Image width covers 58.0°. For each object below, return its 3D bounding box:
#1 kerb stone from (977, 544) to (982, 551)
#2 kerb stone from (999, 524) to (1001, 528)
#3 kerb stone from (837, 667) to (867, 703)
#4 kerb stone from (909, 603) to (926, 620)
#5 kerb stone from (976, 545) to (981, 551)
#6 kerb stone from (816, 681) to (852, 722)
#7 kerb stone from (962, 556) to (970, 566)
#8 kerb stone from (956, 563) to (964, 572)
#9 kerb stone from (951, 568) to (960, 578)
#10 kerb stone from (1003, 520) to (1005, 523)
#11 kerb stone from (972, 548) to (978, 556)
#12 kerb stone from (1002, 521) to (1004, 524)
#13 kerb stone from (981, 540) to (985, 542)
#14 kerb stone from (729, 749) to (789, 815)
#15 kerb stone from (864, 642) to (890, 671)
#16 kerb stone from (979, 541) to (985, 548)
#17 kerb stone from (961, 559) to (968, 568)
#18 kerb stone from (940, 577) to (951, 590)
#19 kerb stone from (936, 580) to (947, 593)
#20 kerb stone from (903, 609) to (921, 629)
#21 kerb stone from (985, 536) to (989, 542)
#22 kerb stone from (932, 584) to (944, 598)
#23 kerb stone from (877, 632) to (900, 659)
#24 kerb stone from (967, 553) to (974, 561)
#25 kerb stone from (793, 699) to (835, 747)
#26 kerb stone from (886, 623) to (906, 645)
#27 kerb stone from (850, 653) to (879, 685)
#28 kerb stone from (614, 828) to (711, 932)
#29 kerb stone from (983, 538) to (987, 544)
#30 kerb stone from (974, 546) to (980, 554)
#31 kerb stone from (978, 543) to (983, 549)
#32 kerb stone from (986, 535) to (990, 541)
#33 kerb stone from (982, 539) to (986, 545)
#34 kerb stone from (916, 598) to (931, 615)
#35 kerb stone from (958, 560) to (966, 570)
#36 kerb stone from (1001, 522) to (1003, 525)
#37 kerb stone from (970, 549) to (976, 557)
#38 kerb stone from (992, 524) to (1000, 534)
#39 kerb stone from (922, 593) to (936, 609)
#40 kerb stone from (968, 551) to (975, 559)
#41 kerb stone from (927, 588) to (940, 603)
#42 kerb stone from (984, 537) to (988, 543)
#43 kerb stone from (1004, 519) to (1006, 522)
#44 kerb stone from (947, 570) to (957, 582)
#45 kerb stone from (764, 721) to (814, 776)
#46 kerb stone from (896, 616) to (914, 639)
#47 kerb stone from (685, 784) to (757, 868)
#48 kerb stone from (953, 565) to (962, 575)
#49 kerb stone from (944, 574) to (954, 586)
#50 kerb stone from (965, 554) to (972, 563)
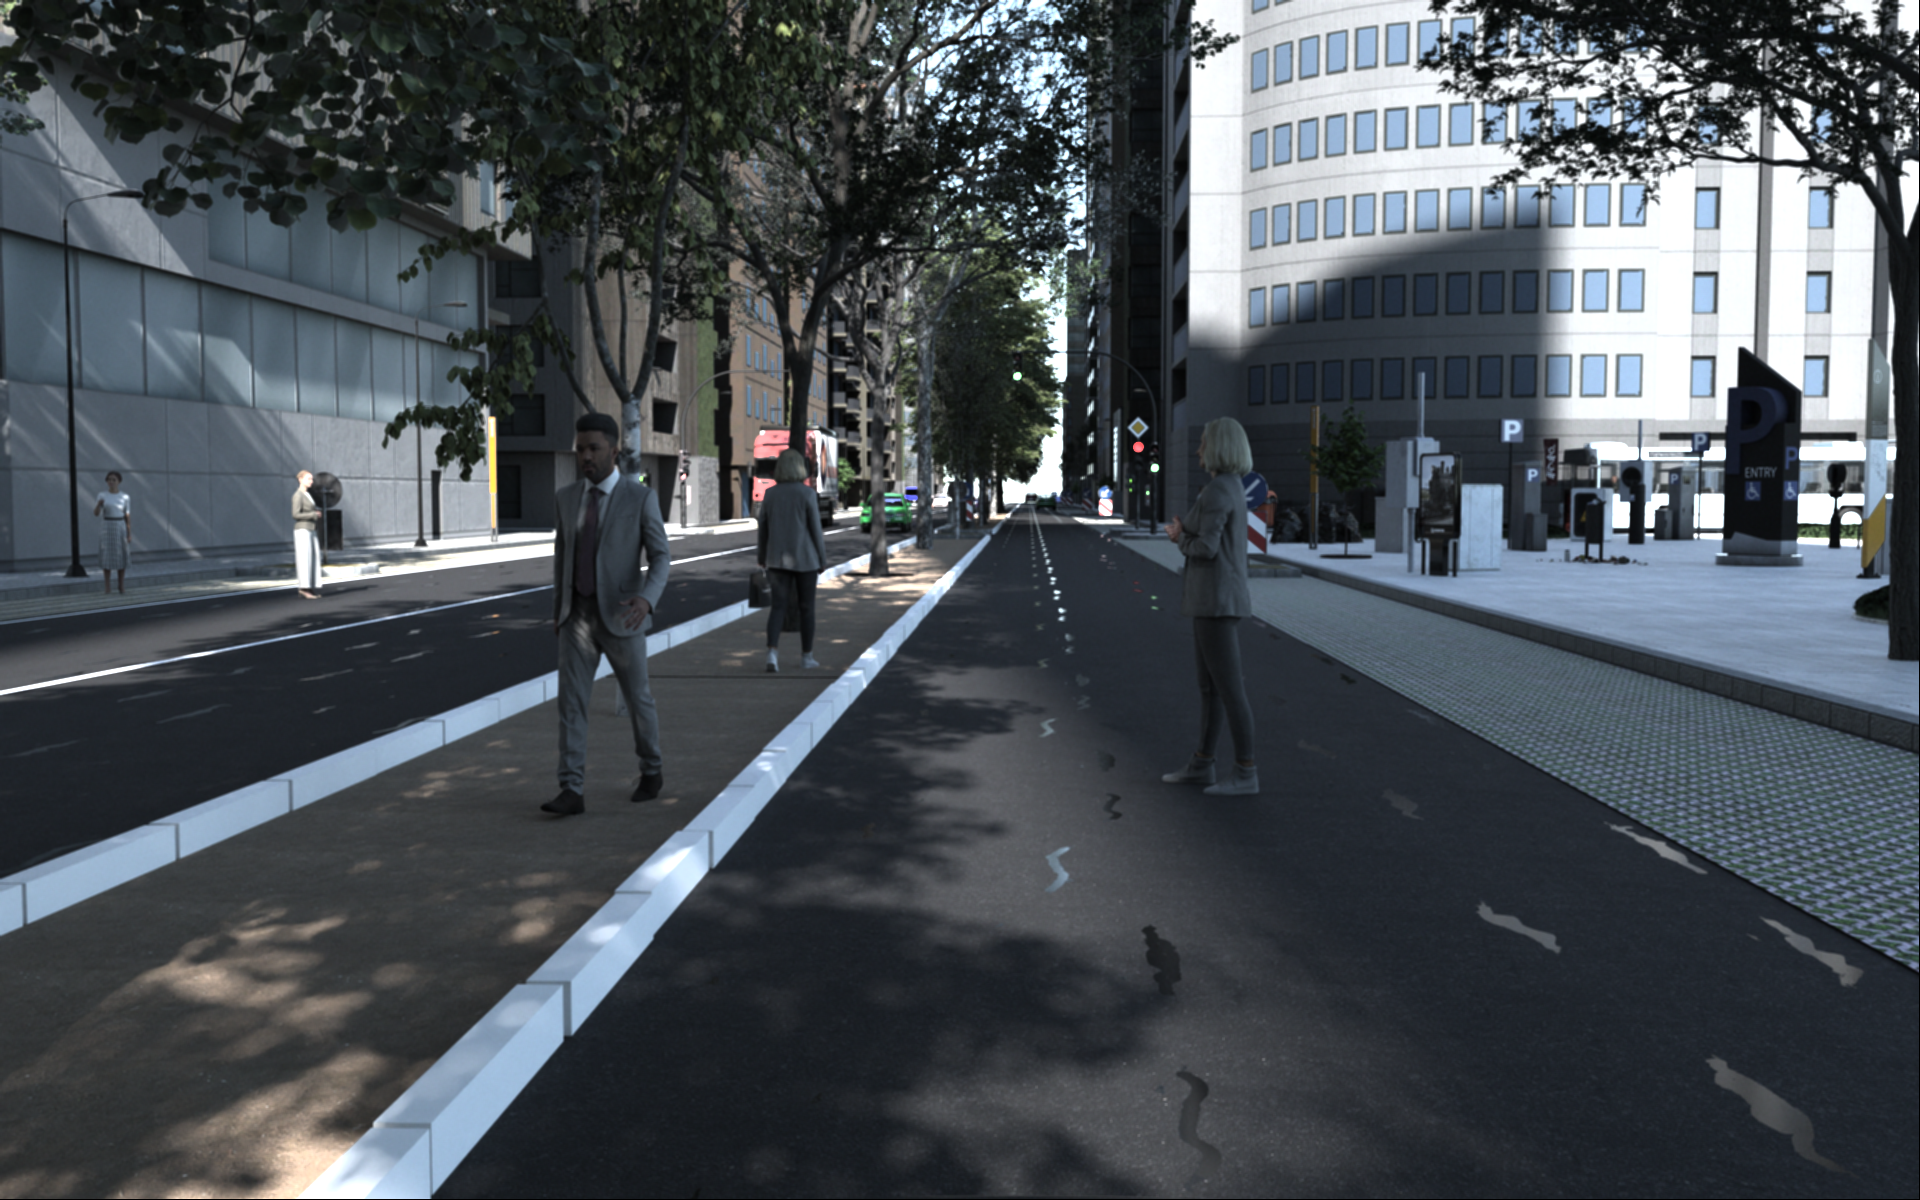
[{"bbox_3d":[0.402,-1.210,41.999,0.120,0.150,1.000,0,4,2],"label":"kerb stone"},{"bbox_3d":[1.437,-2.810,68.131,0.120,0.150,1.000,0,4,2],"label":"kerb stone"},{"bbox_3d":[-0.784,0.616,12.258,0.120,0.150,1.000,0,4,2],"label":"kerb stone"},{"bbox_3d":[-0.505,0.169,19.433,0.120,0.150,1.000,0,4,2],"label":"kerb stone"},{"bbox_3d":[0.356,-1.148,40.969,0.120,0.150,1.000,0,4,2],"label":"kerb stone"},{"bbox_3d":[-0.828,0.671,11.236,0.120,0.150,1.000,0,4,2],"label":"kerb stone"},{"bbox_3d":[0.073,-0.710,33.797,0.120,0.150,1.000,0,4,2],"label":"kerb stone"},{"bbox_3d":[-0.050,-0.515,30.725,0.120,0.150,1.000,0,4,2],"label":"kerb stone"},{"bbox_3d":[-0.130,-0.393,28.682,0.120,0.150,1.000,0,4,2],"label":"kerb stone"},{"bbox_3d":[1.846,-3.437,78.383,0.120,0.150,1.000,0,4,2],"label":"kerb stone"},{"bbox_3d":[0.281,-1.022,38.912,0.120,0.150,1.000,0,4,2],"label":"kerb stone"},{"bbox_3d":[1.721,-3.246,75.306,0.120,0.150,1.000,0,4,2],"label":"kerb stone"},{"bbox_3d":[0.523,-1.399,45.063,0.120,0.150,1.000,0,4,2],"label":"kerb stone"},{"bbox_3d":[-0.949,0.864,8.159,0.120,0.150,1.000,0,4,2],"label":"kerb stone"},{"bbox_3d":[-0.702,0.482,14.310,0.120,0.150,1.000,0,4,2],"label":"kerb stone"},{"bbox_3d":[0.493,-1.336,44.041,0.120,0.150,1.000,0,4,2],"label":"kerb stone"},{"bbox_3d":[0.024,-0.641,32.770,0.120,0.150,1.000,0,4,2],"label":"kerb stone"},{"bbox_3d":[-0.260,-0.208,25.597,0.120,0.150,1.000,0,4,2],"label":"kerb stone"},{"bbox_3d":[-0.300,-0.143,24.573,0.120,0.150,1.000,0,4,2],"label":"kerb stone"},{"bbox_3d":[-0.538,0.234,18.412,0.120,0.150,1.000,0,4,2],"label":"kerb stone"},{"bbox_3d":[0.686,-1.650,49.166,0.120,0.150,1.000,0,4,2],"label":"kerb stone"},{"bbox_3d":[-0.342,-0.079,23.552,0.120,0.150,1.000,0,4,2],"label":"kerb stone"},{"bbox_3d":[-0.654,0.422,15.332,0.120,0.150,1.000,0,4,2],"label":"kerb stone"},{"bbox_3d":[0.154,-0.835,35.845,0.120,0.150,1.000,0,4,2],"label":"kerb stone"},{"bbox_3d":[-0.869,0.734,10.212,0.120,0.150,1.000,0,4,2],"label":"kerb stone"},{"bbox_3d":[-0.626,0.357,16.361,0.120,0.150,1.000,0,4,2],"label":"kerb stone"},{"bbox_3d":[-0.741,0.545,13.287,0.120,0.150,1.000,0,4,2],"label":"kerb stone"},{"bbox_3d":[-1.037,0.985,6.096,0.120,0.150,1.000,0,4,2],"label":"kerb stone"},{"bbox_3d":[0.601,-1.523,47.115,0.120,0.150,1.000,0,4,2],"label":"kerb stone"},{"bbox_3d":[0.318,-1.085,39.943,0.120,0.150,1.000,0,4,2],"label":"kerb stone"},{"bbox_3d":[0.444,-1.274,43.020,0.120,0.150,1.000,0,4,2],"label":"kerb stone"},{"bbox_3d":[0.724,-1.712,50.188,0.120,0.150,1.000,0,4,2],"label":"kerb stone"},{"bbox_3d":[0.560,-1.461,46.085,0.120,0.150,1.000,0,4,2],"label":"kerb stone"},{"bbox_3d":[-0.459,0.109,20.469,0.120,0.150,1.000,0,4,2],"label":"kerb stone"},{"bbox_3d":[-0.010,-0.584,31.747,0.120,0.150,1.000,0,4,2],"label":"kerb stone"},{"bbox_3d":[1.640,-3.123,73.260,0.120,0.150,1.000,0,4,2],"label":"kerb stone"},{"bbox_3d":[0.230,-0.960,37.891,0.120,0.150,1.000,0,4,2],"label":"kerb stone"},{"bbox_3d":[1.400,-2.747,67.101,0.120,0.150,1.000,0,4,2],"label":"kerb stone"},{"bbox_3d":[-0.414,0.043,21.499,0.120,0.150,1.000,0,4,2],"label":"kerb stone"},{"bbox_3d":[0.195,-0.897,36.869,0.120,0.150,1.000,0,4,2],"label":"kerb stone"},{"bbox_3d":[-0.374,-0.020,22.525,0.120,0.150,1.000,0,4,2],"label":"kerb stone"},{"bbox_3d":[0.645,-1.587,48.137,0.120,0.150,1.000,0,4,2],"label":"kerb stone"},{"bbox_3d":[1.969,-3.625,81.459,0.120,0.150,1.000,0,4,2],"label":"kerb stone"},{"bbox_3d":[-0.169,-0.333,27.652,0.120,0.150,1.000,0,4,2],"label":"kerb stone"},{"bbox_3d":[-0.912,0.795,9.190,0.120,0.150,1.000,0,4,2],"label":"kerb stone"},{"bbox_3d":[-0.578,0.294,17.387,0.120,0.150,1.000,0,4,2],"label":"kerb stone"},{"bbox_3d":[-0.983,0.926,7.126,0.120,0.150,1.000,0,4,2],"label":"kerb stone"},{"bbox_3d":[-0.091,-0.455,29.703,0.120,0.150,1.000,0,4,2],"label":"kerb stone"},{"bbox_3d":[-0.210,-0.263,26.619,0.120,0.150,1.000,0,4,2],"label":"kerb stone"},{"bbox_3d":[0.116,-0.772,34.818,0.120,0.150,1.000,0,4,2],"label":"kerb stone"}]
